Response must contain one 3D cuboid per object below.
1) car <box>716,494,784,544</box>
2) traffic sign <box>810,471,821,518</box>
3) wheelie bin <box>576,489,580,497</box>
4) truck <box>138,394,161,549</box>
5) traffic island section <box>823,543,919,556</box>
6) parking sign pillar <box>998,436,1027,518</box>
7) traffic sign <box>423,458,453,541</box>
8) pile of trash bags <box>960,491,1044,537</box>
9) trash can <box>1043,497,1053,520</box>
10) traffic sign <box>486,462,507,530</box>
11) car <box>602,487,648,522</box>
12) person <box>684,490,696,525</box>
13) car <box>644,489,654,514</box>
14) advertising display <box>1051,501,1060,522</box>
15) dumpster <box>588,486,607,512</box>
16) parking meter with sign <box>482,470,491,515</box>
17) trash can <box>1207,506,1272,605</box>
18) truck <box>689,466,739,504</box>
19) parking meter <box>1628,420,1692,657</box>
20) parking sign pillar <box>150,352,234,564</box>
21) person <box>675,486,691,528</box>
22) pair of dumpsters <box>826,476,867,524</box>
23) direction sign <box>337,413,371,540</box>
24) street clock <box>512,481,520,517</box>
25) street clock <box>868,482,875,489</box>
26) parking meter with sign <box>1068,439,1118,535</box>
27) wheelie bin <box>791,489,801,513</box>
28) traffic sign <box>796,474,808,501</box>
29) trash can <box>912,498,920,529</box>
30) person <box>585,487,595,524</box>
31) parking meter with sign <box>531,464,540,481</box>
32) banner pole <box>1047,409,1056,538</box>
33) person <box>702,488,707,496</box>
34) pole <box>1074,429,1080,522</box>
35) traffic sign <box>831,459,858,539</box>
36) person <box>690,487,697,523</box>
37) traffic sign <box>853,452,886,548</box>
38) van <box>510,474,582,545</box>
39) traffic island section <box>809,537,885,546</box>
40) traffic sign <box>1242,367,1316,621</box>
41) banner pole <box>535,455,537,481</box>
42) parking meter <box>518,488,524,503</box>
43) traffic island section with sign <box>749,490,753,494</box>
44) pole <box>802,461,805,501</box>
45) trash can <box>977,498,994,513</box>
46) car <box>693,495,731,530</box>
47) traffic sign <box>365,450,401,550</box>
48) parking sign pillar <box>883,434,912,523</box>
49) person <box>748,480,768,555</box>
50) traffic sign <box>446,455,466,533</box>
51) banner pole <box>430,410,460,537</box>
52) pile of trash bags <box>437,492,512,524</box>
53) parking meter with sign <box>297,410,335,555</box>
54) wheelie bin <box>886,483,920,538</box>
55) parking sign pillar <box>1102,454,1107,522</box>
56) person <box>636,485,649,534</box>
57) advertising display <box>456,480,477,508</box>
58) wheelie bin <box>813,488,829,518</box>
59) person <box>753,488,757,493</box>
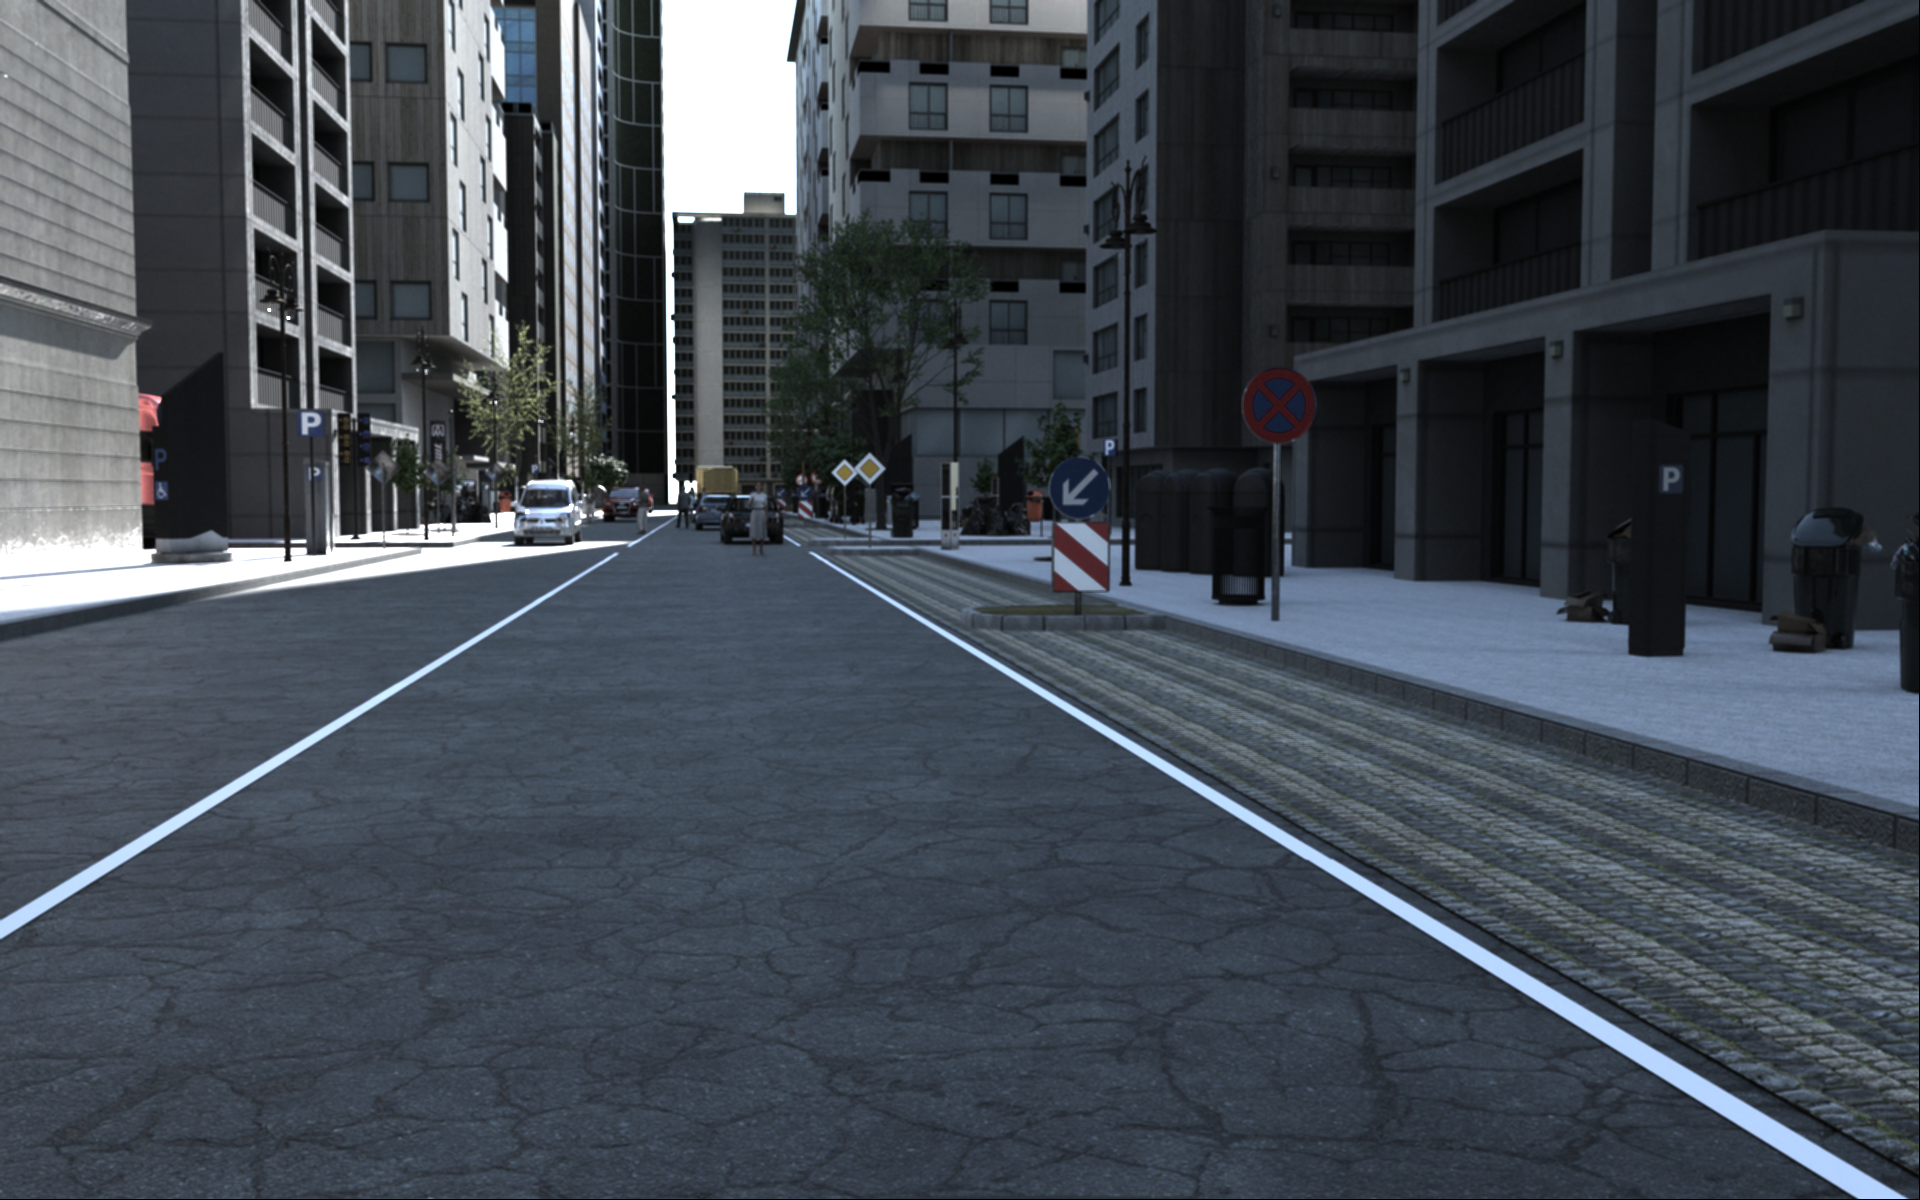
[{"bbox_3d":[-6.156,-2.520,50.989,2.009,1.686,4.222,-1,4,-10],"label":"car"},{"bbox_3d":[-7.515,-5.593,91.559,0.768,2.556,0.104,0,4,-3],"label":"traffic sign"},{"bbox_3d":[-25.350,-6.454,113.426,0.980,1.594,0.693,0,4,-5],"label":"wheelie bin"},{"bbox_3d":[-23.587,-3.200,41.232,11.283,4.237,2.839,-1,4,-8],"label":"truck"},{"bbox_3d":[-2.130,-1.169,41.399,2.009,0.180,2.903,0,4,-8],"label":"traffic island section"},{"bbox_3d":[2.437,-5.631,80.531,1.447,3.967,1.447,2,4,26],"label":"parking sign pillar"},{"bbox_3d":[-14.360,-2.693,47.678,0.795,2.450,0.064,0,4,-8],"label":"traffic sign"},{"bbox_3d":[1.501,-2.659,53.225,1.912,1.369,3.447,-2,4,-33],"label":"pile of trash bags"},{"bbox_3d":[4.362,-4.459,84.565,0.748,1.137,0.748,0,3,0],"label":"trash can"},{"bbox_3d":[-16.683,-3.742,62.370,0.795,2.450,0.064,0,4,-3],"label":"traffic sign"},{"bbox_3d":[-17.518,-5.022,90.782,2.281,1.827,5.304,0,4,-6],"label":"car"},{"bbox_3d":[-12.562,-4.298,80.584,0.589,1.601,0.330,-3,4,-36],"label":"person"},{"bbox_3d":[-23.940,-7.361,129.020,2.281,1.827,5.304,-1,4,-9],"label":"car"},{"bbox_3d":[4.455,-4.575,80.019,0.123,1.923,0.974,-1,4,-19],"label":"advertising display"},{"bbox_3d":[-25.234,-7.006,120.300,1.264,1.857,1.865,0,4,-8],"label":"dumpster"},{"bbox_3d":[-29.749,-6.885,108.834,0.543,3.016,1.738,-2,4,-26],"label":"parking meter with sign"},{"bbox_3d":[3.239,-0.519,20.132,0.748,1.137,0.748,0,3,0],"label":"trash can"},{"bbox_3d":[-16.659,-7.479,118.199,3.469,3.379,9.791,-1,4,-10],"label":"truck"},{"bbox_3d":[5.560,-0.492,13.753,0.399,1.863,0.255,-1,4,-16],"label":"parking meter"},{"bbox_3d":[-14.454,-2.693,32.511,1.447,3.967,1.447,2,4,26],"label":"parking sign pillar"},{"bbox_3d":[-11.725,-3.934,73.218,0.661,1.777,0.834,-3,4,-38],"label":"person"},{"bbox_3d":[-4.982,-4.515,76.318,1.574,2.255,4.437,-1,4,-8],"label":"pair of dumpsters"},{"bbox_3d":[-16.949,-3.458,48.535,0.876,3.537,0.379,-1,4,-8],"label":"direction sign"},{"bbox_3d":[-24.049,-5.465,93.917,0.358,2.002,0.471,-3,5,-42],"label":"street clock"},{"bbox_3d":[-4.329,-4.895,84.608,0.358,2.002,0.471,1,4,11],"label":"street clock"},{"bbox_3d":[4.127,-3.544,54.201,1.738,3.016,0.543,-3,5,-41],"label":"parking meter with sign"},{"bbox_3d":[-10.920,-6.618,116.108,0.693,1.594,0.980,1,4,17],"label":"wheelie bin"},{"bbox_3d":[-9.998,-6.686,109.429,0.768,2.556,0.104,0,4,-5],"label":"traffic sign"},{"bbox_3d":[-1.816,-3.161,63.338,0.748,1.137,0.748,0,3,0],"label":"trash can"},{"bbox_3d":[-17.805,-4.541,83.287,0.519,1.759,0.362,1,4,8],"label":"person"},{"bbox_3d":[-24.562,-6.466,101.975,0.543,3.016,1.738,1,4,17],"label":"parking meter with sign"},{"bbox_3d":[2.865,-3.672,50.051,0.401,3.779,0.863,-2,4,-34],"label":"banner pole"},{"bbox_3d":[-15.680,-5.968,106.192,0.853,1.813,0.709,-3,4,-39],"label":"person"},{"bbox_3d":[3.543,-3.588,52.500,0.158,3.312,0.155,0,3,0],"label":"pole"},{"bbox_3d":[-3.274,-2.788,49.224,0.795,2.450,0.064,0,4,-8],"label":"traffic sign"},{"bbox_3d":[-13.162,-4.705,85.613,0.473,1.802,0.592,2,4,24],"label":"person"},{"bbox_3d":[-2.152,-2.304,41.318,0.795,2.450,0.064,0,4,-8],"label":"traffic sign"},{"bbox_3d":[-11.889,-2.632,50.051,2.013,2.044,4.112,0,4,-8],"label":"van"},{"bbox_3d":[-3.252,-1.653,49.305,2.009,0.180,2.903,0,4,-8],"label":"traffic island section"},{"bbox_3d":[3.197,-1.063,17.485,0.768,2.556,0.104,0,4,-7],"label":"traffic sign"},{"bbox_3d":[-27.311,-7.445,111.736,0.401,3.779,0.863,-1,4,-18],"label":"banner pole"},{"bbox_3d":[-18.764,-4.022,74.173,0.372,1.533,0.369,0,3,0],"label":"parking meter"},{"bbox_3d":[-21.366,-10.300,177.034,1.989,1.847,2.006,0,4,-8],"label":"traffic island section with sign"},{"bbox_3d":[-9.779,-6.992,108.161,0.158,3.312,0.155,0,3,0],"label":"pole"},{"bbox_3d":[1.056,-3.669,71.646,0.748,1.137,0.748,0,3,0],"label":"trash can"},{"bbox_3d":[-9.807,-3.552,70.083,2.014,1.417,4.499,0,4,-8],"label":"car"},{"bbox_3d":[-13.239,-2.210,39.772,0.795,2.450,0.064,0,4,-8],"label":"traffic sign"},{"bbox_3d":[-2.827,-5.434,77.316,1.447,3.967,1.447,-1,4,-18],"label":"parking sign pillar"},{"bbox_3d":[-4.733,-1.933,40.680,0.480,1.755,0.524,-1,4,-22],"label":"person"},{"bbox_3d":[-16.505,-3.453,56.560,0.768,2.556,0.104,0,4,-4],"label":"traffic sign"},{"bbox_3d":[-15.477,-3.789,51.961,0.863,3.779,0.401,0,4,1],"label":"banner pole"},{"bbox_3d":[-21.428,-4.097,76.742,3.447,1.369,1.912,-3,5,-44],"label":"pile of trash bags"},{"bbox_3d":[-13.718,-2.493,37.016,0.543,3.016,1.738,-1,4,-12],"label":"parking meter with sign"},{"bbox_3d":[-1.671,-2.636,51.013,0.980,1.594,0.693,0,4,-5],"label":"wheelie bin"},{"bbox_3d":[6.575,-5.129,72.334,1.447,3.967,1.447,2,4,35],"label":"parking sign pillar"},{"bbox_3d":[-11.487,-3.272,62.549,0.362,1.759,0.519,2,4,31],"label":"person"},{"bbox_3d":[-22.825,-4.575,80.009,0.974,1.923,0.123,0,4,4],"label":"advertising display"},{"bbox_3d":[-7.390,-5.167,92.388,0.693,1.594,0.980,-3,5,-42],"label":"wheelie bin"},{"bbox_3d":[-9.641,-4.452,82.122,0.563,1.720,0.643,2,4,32],"label":"person"}]
